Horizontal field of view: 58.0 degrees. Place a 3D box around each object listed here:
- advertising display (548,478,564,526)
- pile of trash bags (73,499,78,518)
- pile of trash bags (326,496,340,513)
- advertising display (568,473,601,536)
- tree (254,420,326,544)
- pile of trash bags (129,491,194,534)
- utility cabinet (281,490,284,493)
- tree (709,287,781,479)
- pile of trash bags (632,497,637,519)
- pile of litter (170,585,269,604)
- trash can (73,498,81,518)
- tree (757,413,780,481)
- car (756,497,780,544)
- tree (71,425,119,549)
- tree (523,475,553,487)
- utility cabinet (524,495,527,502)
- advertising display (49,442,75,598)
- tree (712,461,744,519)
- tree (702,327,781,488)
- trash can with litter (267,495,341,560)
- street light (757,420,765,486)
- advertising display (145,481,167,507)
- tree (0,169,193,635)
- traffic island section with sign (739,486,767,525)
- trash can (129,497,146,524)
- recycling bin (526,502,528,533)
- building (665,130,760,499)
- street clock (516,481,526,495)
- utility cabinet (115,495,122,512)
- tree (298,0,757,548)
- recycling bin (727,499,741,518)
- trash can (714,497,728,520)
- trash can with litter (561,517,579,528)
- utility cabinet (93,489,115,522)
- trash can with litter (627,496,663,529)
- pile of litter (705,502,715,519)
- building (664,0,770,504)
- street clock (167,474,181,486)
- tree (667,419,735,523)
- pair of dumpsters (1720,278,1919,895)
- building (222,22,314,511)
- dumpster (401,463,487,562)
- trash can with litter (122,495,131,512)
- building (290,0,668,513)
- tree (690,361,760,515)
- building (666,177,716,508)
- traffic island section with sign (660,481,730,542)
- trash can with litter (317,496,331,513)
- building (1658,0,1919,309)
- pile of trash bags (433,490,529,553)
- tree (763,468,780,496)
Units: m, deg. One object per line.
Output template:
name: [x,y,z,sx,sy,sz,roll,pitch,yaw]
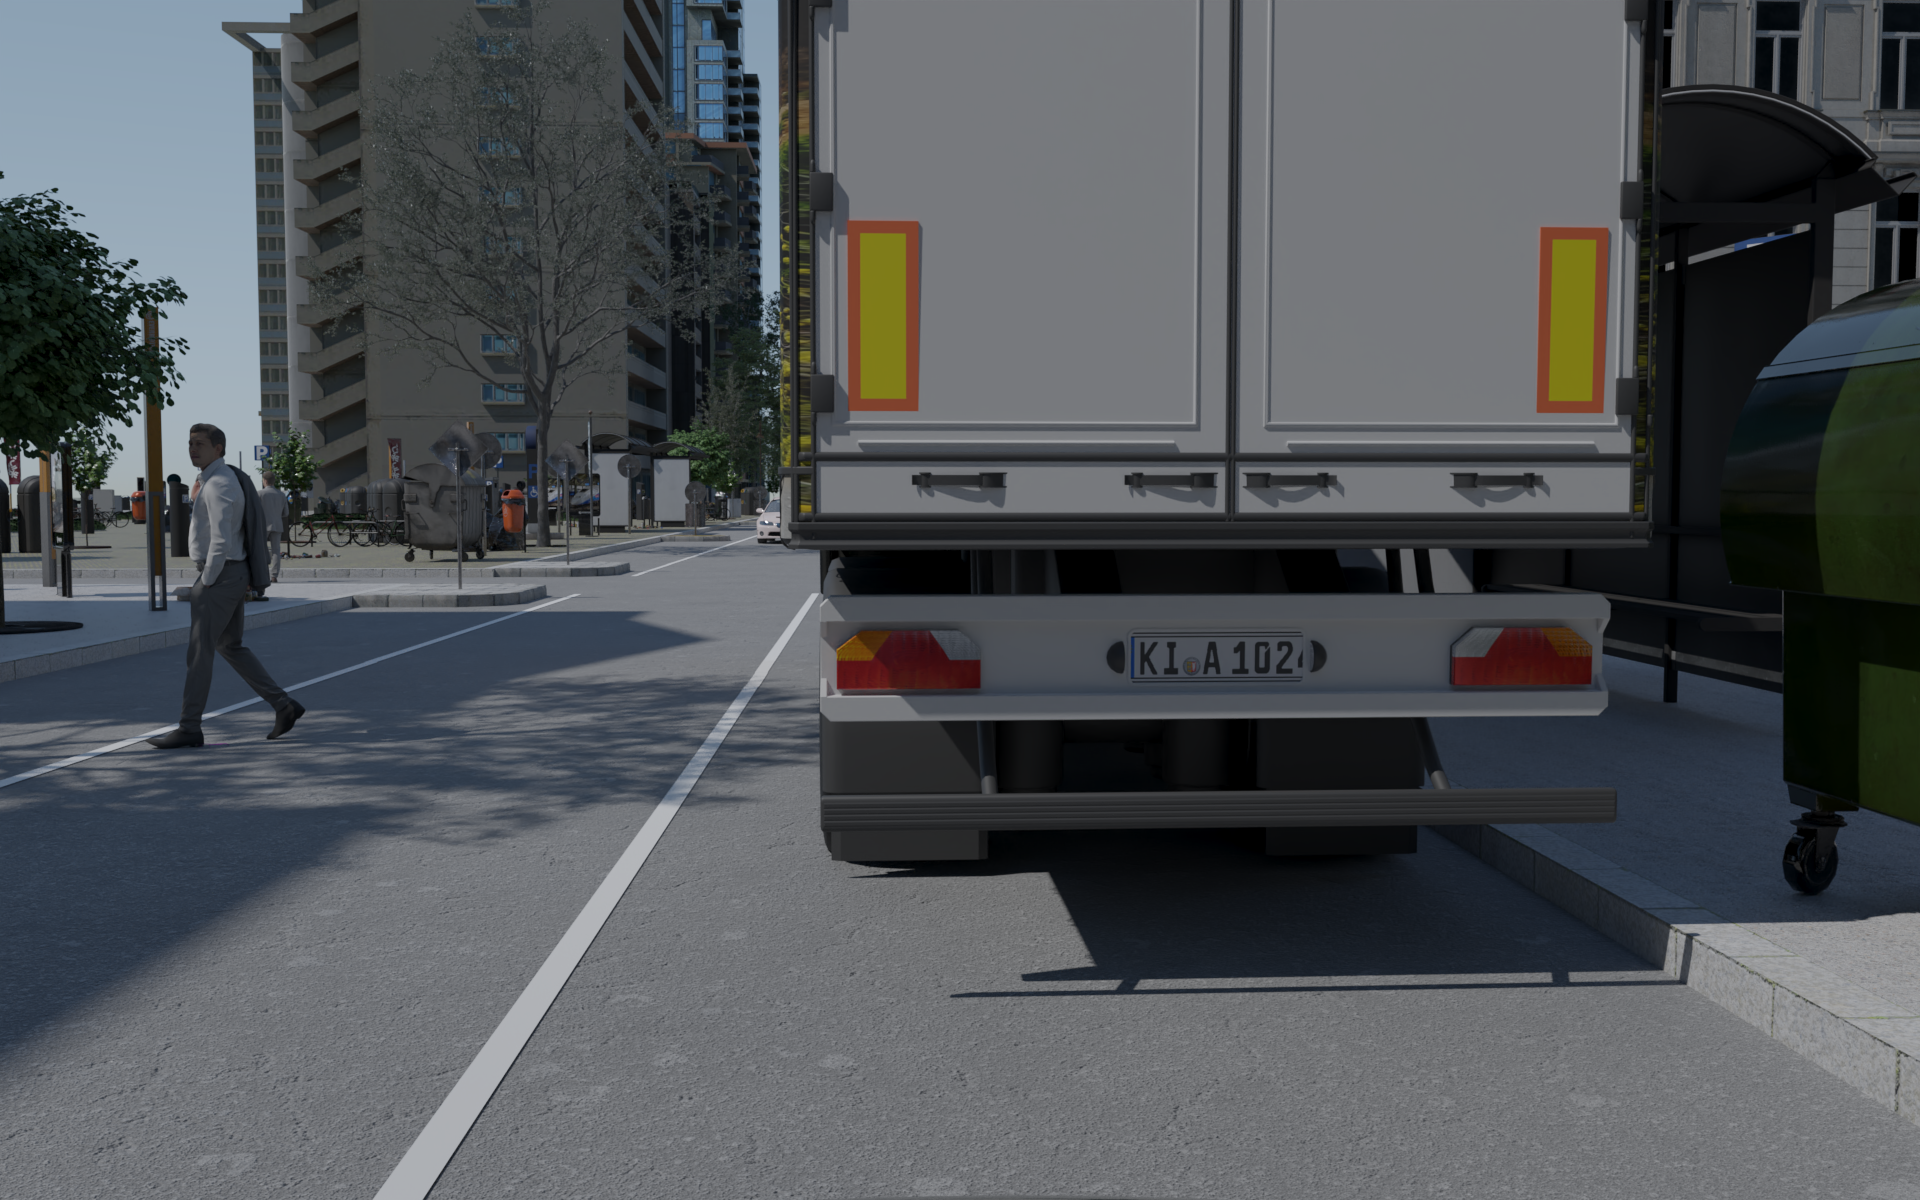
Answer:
advertising display: [-16.486,-3.961,69.984,0.974,1.923,0.123,1,4,9]
pile of trash bags: [-44.657,-4.638,85.584,1.912,1.369,3.447,-2,4,-27]
pile of trash bags: [-36.218,-5.679,102.607,3.447,1.369,1.912,2,4,30]
advertising display: [-11.594,-2.952,53.474,0.974,1.923,0.123,-1,4,-12]
tree: [-17.468,-3.108,45.422,1.663,3.219,1.824,0,3,0]
pile of trash bags: [-26.041,-2.925,57.573,1.912,1.369,3.447,2,4,23]
utility cabinet: [-38.832,-5.543,99.311,1.173,1.500,0.318,2,4,24]
tree: [-13.639,-17.388,140.181,12.611,20.169,13.585,0,3,0]
pile of trash bags: [-17.211,-4.779,87.895,3.447,1.369,1.912,-2,4,-25]
pile of litter: [-8.883,-0.420,20.828,1.176,0.858,1.719,-1,4,-8]
trash can: [-35.782,-3.584,70.245,0.748,1.137,0.748,0,3,0]
tree: [-16.833,-16.208,182.015,9.611,12.733,9.660,0,3,0]
car: [-4.975,-2.403,51.651,2.083,1.381,4.827,0,4,-1]
tree: [-20.729,-2.822,40.741,1.663,3.219,1.824,0,3,0]
tree: [-23.450,-6.217,96.255,1.663,3.219,1.824,0,3,0]
utility cabinet: [-23.447,-5.138,95.175,1.020,1.237,0.306,-1,4,-9]
advertising display: [-11.236,-1.007,21.677,0.123,1.923,0.974,-2,4,-35]
tree: [-11.978,-5.724,88.196,1.663,3.219,1.824,0,3,0]
tree: [-13.912,-12.226,118.016,7.486,12.596,7.792,0,3,0]
trash can with litter: [-13.270,-1.446,34.693,1.678,1.210,2.233,2,4,35]
street light: [-12.457,-8.282,108.192,0.468,5.910,1.993,0,4,-2]
advertising display: [-38.557,-4.759,83.017,0.974,1.923,0.123,-3,5,-41]
tree: [-9.181,-1.992,16.291,4.285,4.588,4.351,0,3,0]
traffic island section with sign: [-9.300,-4.435,81.136,1.989,1.847,2.006,0,4,-2]
trash can: [-34.911,-3.794,73.688,0.748,1.137,0.748,0,3,0]
recycling bin: [-14.184,-2.671,56.225,0.722,1.027,0.722,0,4,6]
building: [-36.156,-34.008,210.651,22.147,44.769,28.867,0,4,-2]
street clock: [-23.882,-5.486,94.272,0.471,2.002,0.358,2,4,28]
utility cabinet: [-45.535,-5.000,92.914,1.020,1.237,0.306,-2,4,-28]
tree: [-10.162,-8.042,41.851,12.009,13.543,11.850,0,3,0]
recycling bin: [-12.295,-4.969,93.803,0.722,1.027,0.722,-2,4,-24]
trash can: [-11.874,-4.555,86.135,0.748,1.137,0.748,0,3,0]
trash can with litter: [-16.247,-3.788,72.986,2.233,1.210,1.678,-3,4,-38]
utility cabinet: [-39.577,-4.347,79.745,1.173,1.500,0.318,-1,4,-8]
trash can with litter: [-11.868,-3.254,64.253,1.678,1.210,2.233,1,4,12]
pile of litter: [-13.332,-4.735,91.377,1.176,0.858,1.719,3,5,41]
building: [-37.417,-56.671,239.235,22.319,86.520,31.000,0,4,-2]
street clock: [-27.728,-3.460,61.144,0.471,2.002,0.358,-2,4,-26]
tree: [-11.409,-5.652,76.128,4.285,4.588,4.351,0,3,0]
pair of dumpsters: [3.347,-0.062,3.512,1.574,2.255,4.437,0,4,-2]
building: [-38.383,-27.362,139.257,32.217,40.220,23.993,0,4,-2]
dumpster: [-9.907,-1.683,33.272,1.264,1.857,1.865,0,4,-3]
trash can with litter: [-47.858,-5.456,100.262,1.678,1.210,2.233,2,4,27]
building: [-31.795,-30.129,116.309,21.300,48.544,21.600,0,4,-2]
tree: [-13.232,-8.940,96.539,4.360,8.622,3.978,0,3,0]
building: [-30.195,-23.685,158.945,14.160,30.474,14.107,0,4,-2]
traffic island section with sign: [-8.073,-2.715,53.011,1.989,1.847,2.006,0,4,-2]
trash can with litter: [-29.196,-4.205,80.136,1.055,1.170,0.624,1,4,15]
building: [31.775,-16.636,48.414,44.131,29.872,17.030,0,4,-2]
pile of trash bags: [-10.559,-1.778,38.822,1.912,1.369,3.447,-3,4,-38]
tree: [-14.137,-8.344,131.018,1.663,3.219,1.824,0,3,0]
